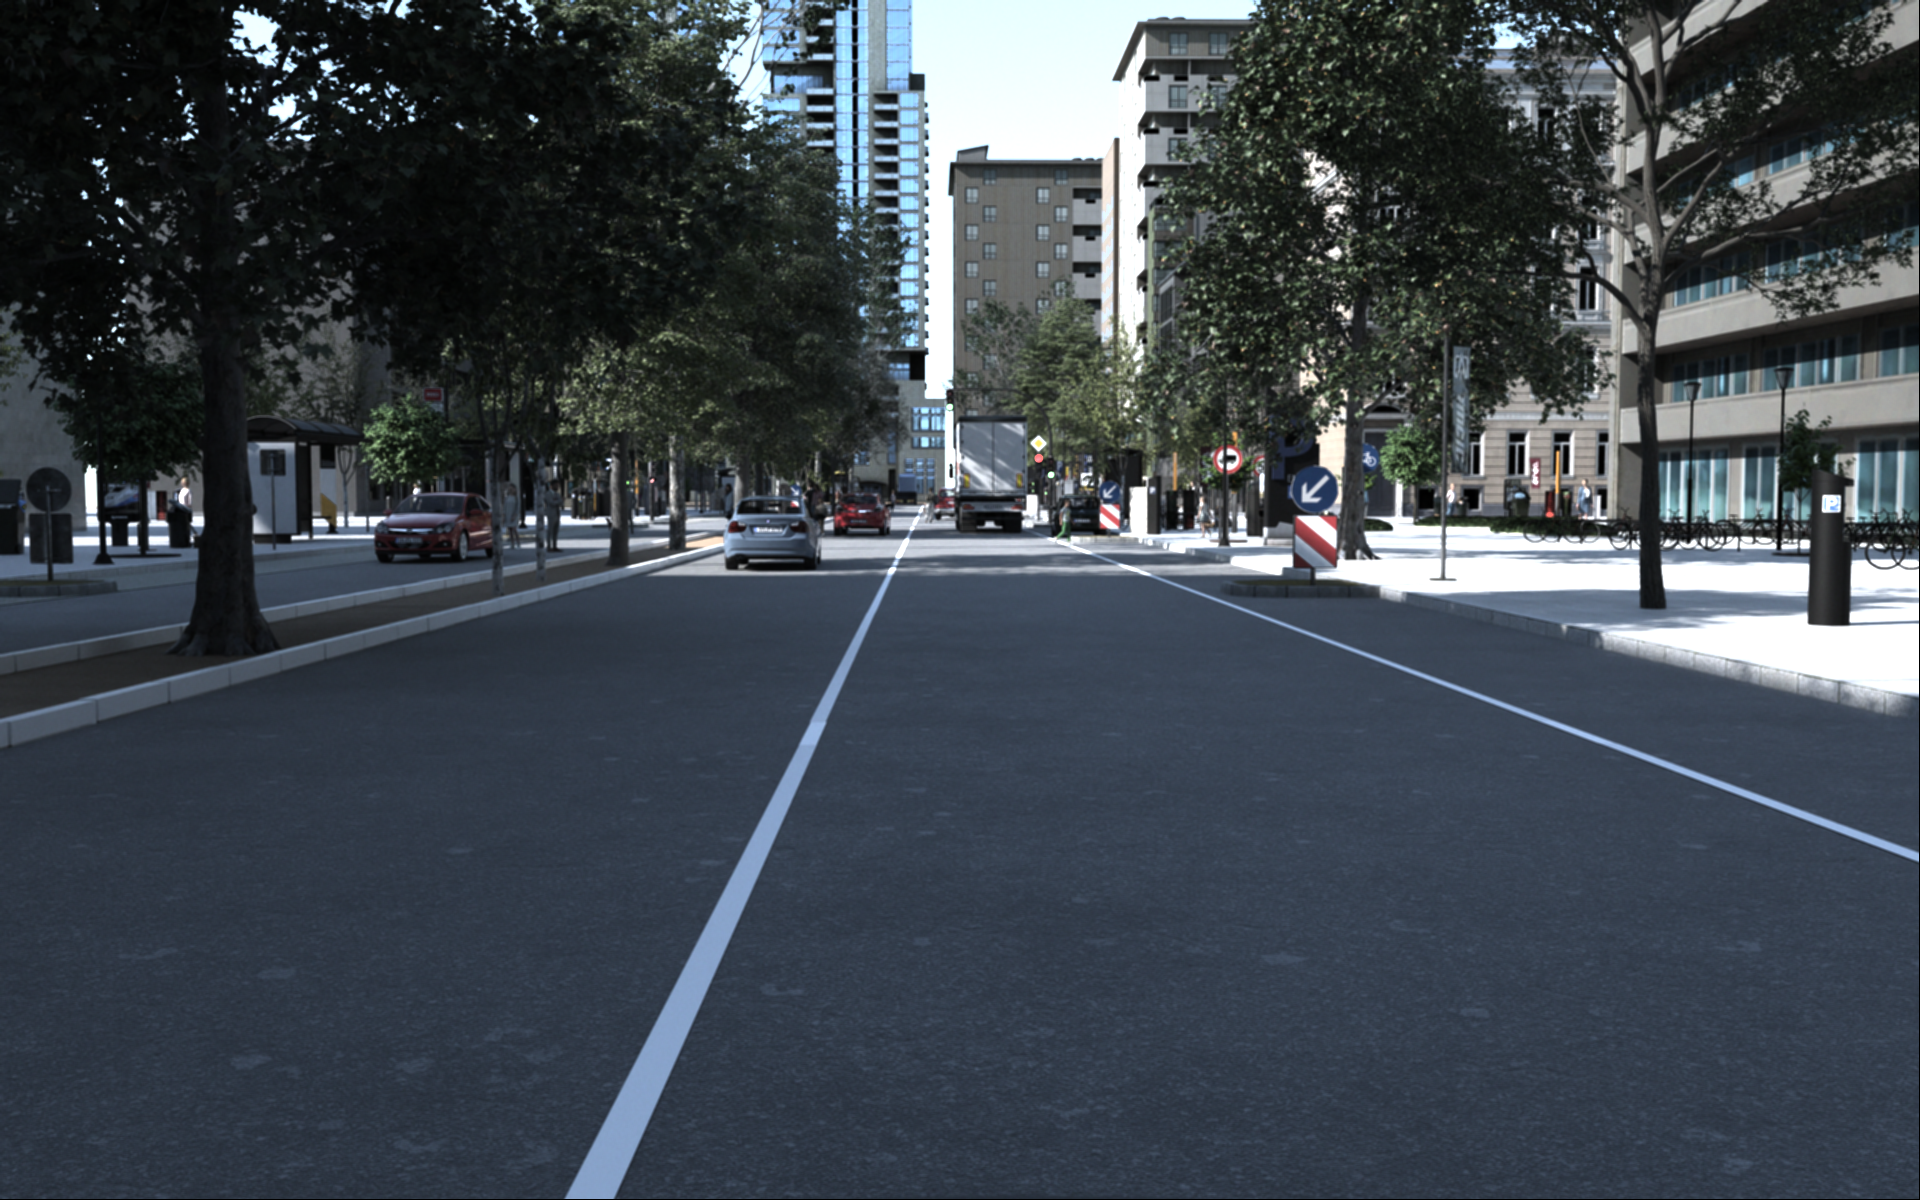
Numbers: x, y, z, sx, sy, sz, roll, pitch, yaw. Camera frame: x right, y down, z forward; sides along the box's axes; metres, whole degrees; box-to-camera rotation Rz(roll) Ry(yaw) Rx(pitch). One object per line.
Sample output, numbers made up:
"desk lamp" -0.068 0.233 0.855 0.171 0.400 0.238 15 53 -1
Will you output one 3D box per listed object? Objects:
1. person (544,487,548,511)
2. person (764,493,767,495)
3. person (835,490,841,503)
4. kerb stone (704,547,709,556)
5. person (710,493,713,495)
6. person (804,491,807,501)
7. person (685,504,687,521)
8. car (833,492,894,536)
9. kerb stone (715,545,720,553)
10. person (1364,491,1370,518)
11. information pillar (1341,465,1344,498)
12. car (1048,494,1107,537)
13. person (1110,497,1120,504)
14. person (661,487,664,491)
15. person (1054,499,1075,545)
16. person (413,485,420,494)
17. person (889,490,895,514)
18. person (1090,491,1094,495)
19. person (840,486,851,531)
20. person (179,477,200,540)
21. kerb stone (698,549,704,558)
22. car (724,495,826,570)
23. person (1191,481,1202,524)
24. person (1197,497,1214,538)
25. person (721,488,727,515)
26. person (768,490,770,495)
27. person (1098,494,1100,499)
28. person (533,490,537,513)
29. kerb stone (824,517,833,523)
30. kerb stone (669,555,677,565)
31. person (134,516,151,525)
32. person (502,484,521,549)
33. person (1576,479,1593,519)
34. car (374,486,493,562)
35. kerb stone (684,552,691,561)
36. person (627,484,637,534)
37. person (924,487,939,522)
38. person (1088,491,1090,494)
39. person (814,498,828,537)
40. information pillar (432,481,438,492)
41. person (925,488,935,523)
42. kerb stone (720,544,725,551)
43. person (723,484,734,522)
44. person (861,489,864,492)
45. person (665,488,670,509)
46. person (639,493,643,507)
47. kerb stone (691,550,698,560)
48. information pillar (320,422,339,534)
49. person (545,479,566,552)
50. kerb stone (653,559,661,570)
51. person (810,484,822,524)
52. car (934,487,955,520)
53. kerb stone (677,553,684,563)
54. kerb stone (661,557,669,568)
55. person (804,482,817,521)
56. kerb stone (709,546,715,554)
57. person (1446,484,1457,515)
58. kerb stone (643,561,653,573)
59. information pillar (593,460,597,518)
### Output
"person" -29.352 -7.126 122.464 0.656 1.842 0.836 -1 4 -16
"person" -14.303 -7.146 127.936 0.503 1.515 0.523 -1 4 -20
"person" -10.587 -8.707 150.827 0.573 1.828 0.580 2 4 32
"kerb stone" -5.986 -1.091 40.049 0.120 0.150 1.000 0 4 -1
"person" -32.862 -13.481 229.650 0.628 1.438 0.799 1 4 9
"person" -14.357 -9.303 161.537 0.436 1.711 0.756 0 4 5
"person" -14.843 -5.135 92.708 0.529 1.795 0.600 -2 4 -30
"car" -3.410 -3.166 60.802 2.155 1.783 4.494 0 4 1
"kerb stone" -6.019 -1.218 42.107 0.120 0.150 1.000 0 4 -1
"person" 19.227 -4.689 82.571 0.638 1.841 0.748 -2 4 -31
"information pillar" 9.909 -2.428 44.193 0.304 2.012 0.304 0 4 1
"car" 3.998 -2.981 58.531 2.009 1.686 4.222 0 4 1
"person" 6.335 -3.920 70.397 0.793 1.790 0.793 1 4 18
"person" -21.297 -7.188 123.792 0.641 1.798 0.478 1 4 15
"person" 2.974 -2.232 49.237 0.590 1.304 0.306 2 4 23
"person" -26.758 -4.825 85.163 0.641 1.798 0.478 -1 4 -18
"person" -4.977 -7.104 125.320 0.598 1.740 0.731 0 4 -1
"person" 13.156 -10.254 173.711 0.705 1.822 1.348 -1 4 -23
"person" -4.542 -3.545 67.053 0.643 1.750 0.593 0 4 5
"person" -21.382 -2.527 48.037 0.731 1.740 0.598 2 4 33
"kerb stone" -5.963 -1.029 39.027 0.120 0.150 1.000 0 4 -1
"car" -3.652 -1.353 34.131 2.014 1.417 4.499 0 4 -3
"person" 10.052 -4.198 74.456 0.755 1.850 0.659 -1 4 -21
"person" 7.201 -2.445 51.026 0.382 1.210 0.505 3 5 43
"person" -15.614 -6.517 115.151 0.391 1.810 0.635 1 4 22
"person" -22.353 -11.914 201.782 0.436 1.711 0.756 0 4 6
"person" 14.709 -10.738 182.408 0.742 1.727 0.445 1 4 8
"person" -28.280 -6.730 116.183 0.850 1.850 0.679 2 4 24
"kerb stone" -6.893 -4.194 90.771 0.120 0.150 1.000 0 4 -1
"kerb stone" -5.891 -0.776 34.921 0.120 0.150 1.000 0 4 -1
"person" -33.860 -3.980 71.707 0.643 1.750 0.593 -1 4 -19
"person" -11.638 -2.174 45.045 0.512 1.701 0.522 1 4 11
"person" 22.024 -3.365 61.076 0.581 1.822 0.654 1 4 13
"car" -11.338 -1.755 37.739 2.155 1.783 4.494 0 4 0
"kerb stone" -5.930 -0.903 36.981 0.120 0.150 1.000 0 4 -1
"person" -11.975 -3.290 62.392 0.635 1.810 0.391 -3 5 -43
"person" -1.460 -4.936 89.558 0.721 1.781 0.623 0 4 4
"person" 12.273 -9.735 166.155 0.436 1.711 0.756 3 5 41
"person" -4.647 -2.760 57.894 0.475 1.303 0.640 -2 4 -28
"information pillar" -22.598 -4.302 74.828 0.304 2.012 0.304 1 4 15
"person" -1.497 -4.757 86.834 0.519 1.759 0.362 -1 4 -10
"kerb stone" -6.044 -1.280 43.129 0.120 0.150 1.000 0 4 -1
"person" -7.877 -3.129 59.930 0.793 1.790 0.793 1 4 11
"person" -7.216 -7.459 130.730 0.573 1.790 0.520 0 4 -2
"person" -24.837 -8.646 147.383 0.573 1.828 0.580 3 5 43
"person" -31.697 -9.910 171.301 0.991 1.433 0.599 3 4 37
"kerb stone" -5.940 -0.961 38.003 0.120 0.150 1.000 0 4 -1
"information pillar" -20.471 -3.963 56.145 0.504 3.616 0.183 -3 4 -37
"person" -9.974 -2.083 42.746 0.466 1.800 0.511 1 4 11
"kerb stone" -5.855 -0.652 32.857 0.120 0.150 1.000 0 4 -1
"person" -5.453 -3.481 65.431 0.555 1.821 0.388 2 4 30
"car" -0.387 -5.406 97.053 2.281 1.827 5.304 0 4 1
"kerb stone" -5.905 -0.841 35.944 0.120 0.150 1.000 0 4 -1
"kerb stone" -5.874 -0.710 33.894 0.120 0.150 1.000 0 4 -1
"person" -5.797 -3.680 68.033 0.648 1.900 0.474 -3 5 -44
"kerb stone" -6.003 -1.150 41.071 0.120 0.150 1.000 0 4 -1
"person" 21.259 -4.202 75.416 0.598 1.740 0.731 3 4 37
"kerb stone" -5.839 -0.590 31.835 0.120 0.150 1.000 0 4 -1
"information pillar" -19.875 -6.292 94.235 0.183 3.616 0.504 -1 4 -12
